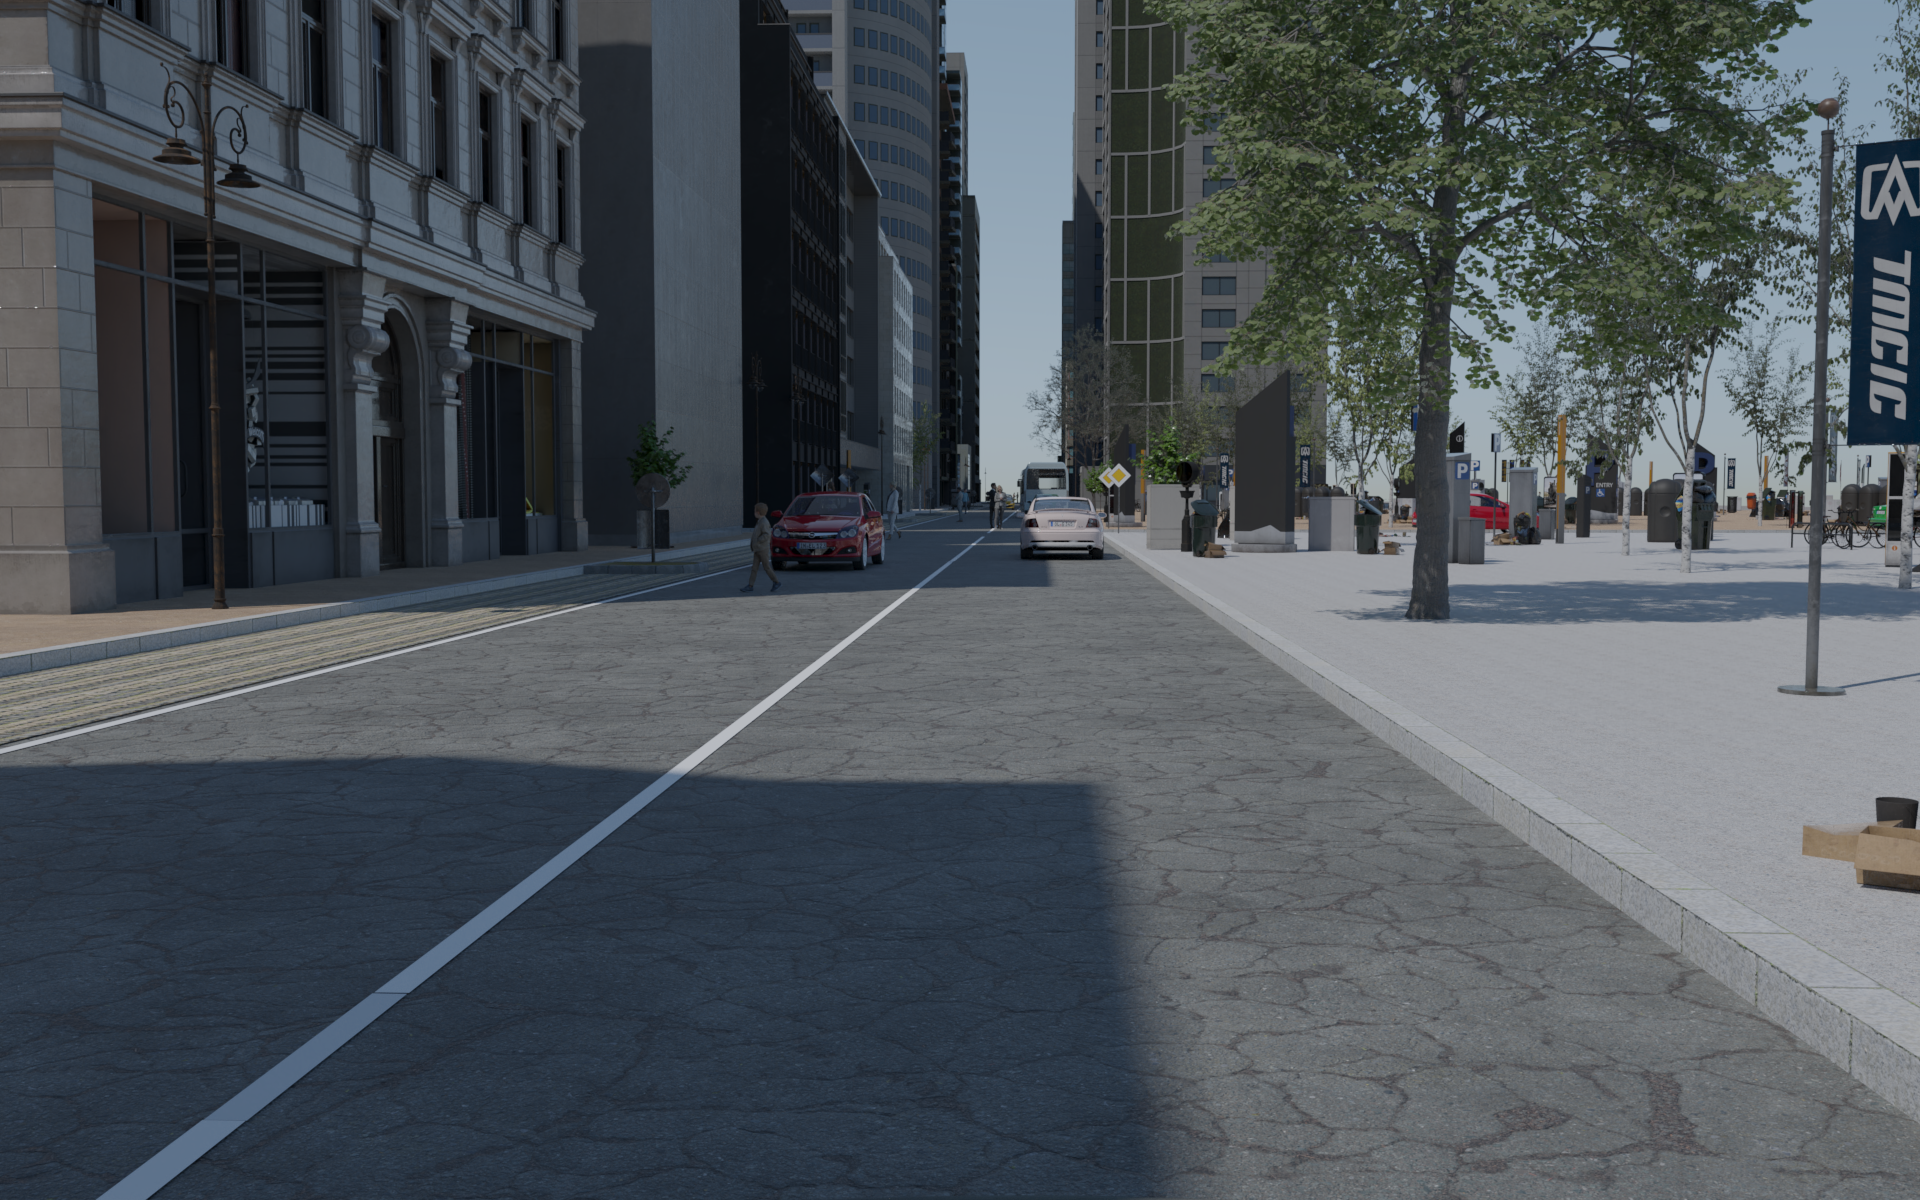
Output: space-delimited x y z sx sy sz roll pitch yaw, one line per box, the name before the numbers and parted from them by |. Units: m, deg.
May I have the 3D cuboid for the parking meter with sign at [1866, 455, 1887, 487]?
parking meter with sign | 41.467 -4.963 77.406 1.738 3.016 0.543 1 4 12

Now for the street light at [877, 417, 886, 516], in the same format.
street light | -4.591 -7.893 101.836 0.468 5.910 1.993 0 4 3

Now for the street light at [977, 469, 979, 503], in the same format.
street light | 2.746 -17.675 261.765 0.468 5.910 1.993 0 4 3

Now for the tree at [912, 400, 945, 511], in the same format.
tree | -3.340 -11.245 134.224 4.737 8.622 4.395 0 3 0

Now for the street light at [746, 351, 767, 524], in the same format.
street light | -6.583 -5.101 56.184 0.468 5.910 1.993 0 4 3

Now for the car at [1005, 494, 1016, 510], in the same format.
car | 4.015 -8.846 154.857 2.015 1.641 3.980 0 4 1

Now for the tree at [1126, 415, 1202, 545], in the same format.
tree | 5.164 -2.918 42.307 1.663 3.219 1.824 0 3 0

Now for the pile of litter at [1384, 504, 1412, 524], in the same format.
pile of litter | 19.392 -3.760 75.440 1.719 0.858 1.176 2 4 33

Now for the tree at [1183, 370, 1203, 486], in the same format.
tree | 14.930 -8.902 95.917 4.360 8.622 3.978 0 3 0

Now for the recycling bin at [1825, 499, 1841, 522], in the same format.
recycling bin | 40.712 -4.160 80.571 0.722 1.027 0.722 2 4 32

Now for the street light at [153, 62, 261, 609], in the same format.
street light | -8.263 -2.837 19.167 0.468 5.910 1.993 0 4 3

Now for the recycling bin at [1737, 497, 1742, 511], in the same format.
recycling bin | 59.477 -7.348 132.694 0.722 1.027 0.722 1 4 23

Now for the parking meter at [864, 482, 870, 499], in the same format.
parking meter | -4.679 -4.974 87.036 0.255 1.863 0.399 1 4 13

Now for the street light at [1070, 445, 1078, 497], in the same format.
street light | 9.492 -10.350 142.007 0.468 5.910 1.993 0 4 3

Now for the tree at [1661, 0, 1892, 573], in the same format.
tree | 11.799 -4.760 28.191 4.360 8.622 3.978 0 3 0

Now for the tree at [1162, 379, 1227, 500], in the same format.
tree | 15.120 -9.799 110.571 4.737 8.622 4.395 0 3 0

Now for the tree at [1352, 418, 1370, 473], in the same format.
tree | 26.825 -10.496 121.972 4.360 8.622 3.978 0 3 0

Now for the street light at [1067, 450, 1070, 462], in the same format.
street light | 11.262 -12.599 178.780 0.468 5.910 1.993 0 4 3

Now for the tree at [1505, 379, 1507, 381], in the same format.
tree | 23.914 -7.310 69.879 4.360 8.622 3.978 0 3 0

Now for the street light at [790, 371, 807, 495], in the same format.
street light | -6.067 -5.650 65.159 0.468 5.910 1.993 0 4 3

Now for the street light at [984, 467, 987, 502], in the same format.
street light | 4.388 -19.917 298.434 0.468 5.910 1.993 0 4 3

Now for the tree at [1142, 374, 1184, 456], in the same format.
tree | 13.005 -9.325 102.827 4.360 8.622 3.978 0 3 0

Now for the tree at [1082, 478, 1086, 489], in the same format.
tree | 8.607 -6.735 104.719 1.663 3.219 1.824 0 3 0

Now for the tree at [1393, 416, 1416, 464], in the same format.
tree | 35.721 -11.285 134.878 4.360 8.622 3.978 0 3 0

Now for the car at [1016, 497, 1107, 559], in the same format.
car | 2.317 -1.662 39.540 2.083 1.381 4.827 0 4 3

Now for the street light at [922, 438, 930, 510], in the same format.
street light | -2.627 -10.331 141.697 0.468 5.910 1.993 0 4 3

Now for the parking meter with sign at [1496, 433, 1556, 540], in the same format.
parking meter with sign | 16.004 -3.236 49.177 1.738 3.016 0.543 3 4 37

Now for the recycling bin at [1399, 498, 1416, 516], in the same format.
recycling bin | 26.070 -5.360 100.193 0.722 1.027 0.722 -3 5 -40

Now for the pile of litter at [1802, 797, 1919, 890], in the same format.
pile of litter | 3.482 0.513 5.582 1.176 0.858 1.719 0 4 3

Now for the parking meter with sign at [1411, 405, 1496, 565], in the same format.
parking meter with sign | 9.110 -2.197 32.189 0.543 3.016 1.738 -1 4 -21

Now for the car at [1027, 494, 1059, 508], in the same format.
car | 4.637 -4.944 92.632 2.131 1.459 4.920 0 4 4

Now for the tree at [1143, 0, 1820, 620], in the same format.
tree | 5.196 -6.095 17.786 7.486 12.596 7.792 0 3 0

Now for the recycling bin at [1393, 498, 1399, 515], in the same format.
recycling bin | 26.162 -5.525 102.885 0.722 1.027 0.722 0 4 2

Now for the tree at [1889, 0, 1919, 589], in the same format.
tree | 12.839 -4.474 23.521 4.360 8.622 3.978 0 3 0

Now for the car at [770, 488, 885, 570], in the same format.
car | -2.561 -1.528 34.028 2.155 1.783 4.494 0 4 5

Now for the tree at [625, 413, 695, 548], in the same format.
tree | -7.349 -2.847 41.155 1.663 3.219 1.824 0 3 0

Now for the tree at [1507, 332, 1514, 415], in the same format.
tree | 13.997 -5.245 36.110 4.360 8.622 3.978 0 3 0

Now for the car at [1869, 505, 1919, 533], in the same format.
car | 33.187 -3.019 58.161 4.718 1.807 1.959 0 4 2

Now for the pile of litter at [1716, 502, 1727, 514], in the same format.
pile of litter | 50.174 -6.151 114.533 1.719 0.858 1.176 -1 4 -16

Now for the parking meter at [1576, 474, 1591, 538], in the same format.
parking meter | 18.334 -2.764 50.903 0.399 1.863 0.255 -3 4 -36

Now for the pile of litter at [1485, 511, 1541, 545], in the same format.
pile of litter | 13.999 -1.828 43.857 1.719 0.858 1.176 -1 4 -20

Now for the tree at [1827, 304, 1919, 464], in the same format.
tree | 28.639 -6.244 52.459 4.737 8.622 4.395 0 3 0

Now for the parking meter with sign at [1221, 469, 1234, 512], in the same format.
parking meter with sign | 18.798 -7.706 122.257 0.543 3.016 1.738 0 4 -7

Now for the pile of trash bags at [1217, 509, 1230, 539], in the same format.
pile of trash bags | 7.882 -2.460 49.978 3.447 1.369 1.912 0 4 4

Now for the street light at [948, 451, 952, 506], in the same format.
street light | -1.036 -12.598 178.764 0.468 5.910 1.993 0 4 3

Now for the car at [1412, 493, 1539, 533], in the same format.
car | 18.070 -3.138 60.350 4.494 1.783 2.155 0 4 2

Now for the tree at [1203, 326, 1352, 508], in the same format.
tree | 13.376 -7.511 73.161 4.360 8.622 3.978 0 3 0

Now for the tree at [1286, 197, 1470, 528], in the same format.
tree | 9.773 -5.606 42.016 4.737 8.622 4.395 0 3 0

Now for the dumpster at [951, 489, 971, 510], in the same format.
dumpster | 0.090 -9.033 155.901 1.865 1.857 1.264 0 4 5

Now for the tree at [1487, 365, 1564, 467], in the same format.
tree | 32.434 -9.124 99.539 4.737 8.622 4.395 0 3 0

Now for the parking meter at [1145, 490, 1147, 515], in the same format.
parking meter | 11.395 -5.972 106.048 0.372 1.533 0.369 0 3 0

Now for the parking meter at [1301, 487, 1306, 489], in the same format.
parking meter | 19.514 -5.653 98.129 0.255 1.863 0.399 -1 4 -20

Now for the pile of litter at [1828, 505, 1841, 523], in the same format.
pile of litter | 38.671 -3.789 75.908 1.176 0.858 1.719 1 4 23

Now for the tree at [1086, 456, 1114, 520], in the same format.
tree | 7.657 -5.666 87.241 1.663 3.219 1.824 0 3 0

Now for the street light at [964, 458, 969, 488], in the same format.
street light | 1.033 -15.407 224.699 0.468 5.910 1.993 0 4 3

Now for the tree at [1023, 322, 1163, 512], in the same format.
tree | 9.521 -13.111 124.727 12.009 13.543 11.850 0 3 0
